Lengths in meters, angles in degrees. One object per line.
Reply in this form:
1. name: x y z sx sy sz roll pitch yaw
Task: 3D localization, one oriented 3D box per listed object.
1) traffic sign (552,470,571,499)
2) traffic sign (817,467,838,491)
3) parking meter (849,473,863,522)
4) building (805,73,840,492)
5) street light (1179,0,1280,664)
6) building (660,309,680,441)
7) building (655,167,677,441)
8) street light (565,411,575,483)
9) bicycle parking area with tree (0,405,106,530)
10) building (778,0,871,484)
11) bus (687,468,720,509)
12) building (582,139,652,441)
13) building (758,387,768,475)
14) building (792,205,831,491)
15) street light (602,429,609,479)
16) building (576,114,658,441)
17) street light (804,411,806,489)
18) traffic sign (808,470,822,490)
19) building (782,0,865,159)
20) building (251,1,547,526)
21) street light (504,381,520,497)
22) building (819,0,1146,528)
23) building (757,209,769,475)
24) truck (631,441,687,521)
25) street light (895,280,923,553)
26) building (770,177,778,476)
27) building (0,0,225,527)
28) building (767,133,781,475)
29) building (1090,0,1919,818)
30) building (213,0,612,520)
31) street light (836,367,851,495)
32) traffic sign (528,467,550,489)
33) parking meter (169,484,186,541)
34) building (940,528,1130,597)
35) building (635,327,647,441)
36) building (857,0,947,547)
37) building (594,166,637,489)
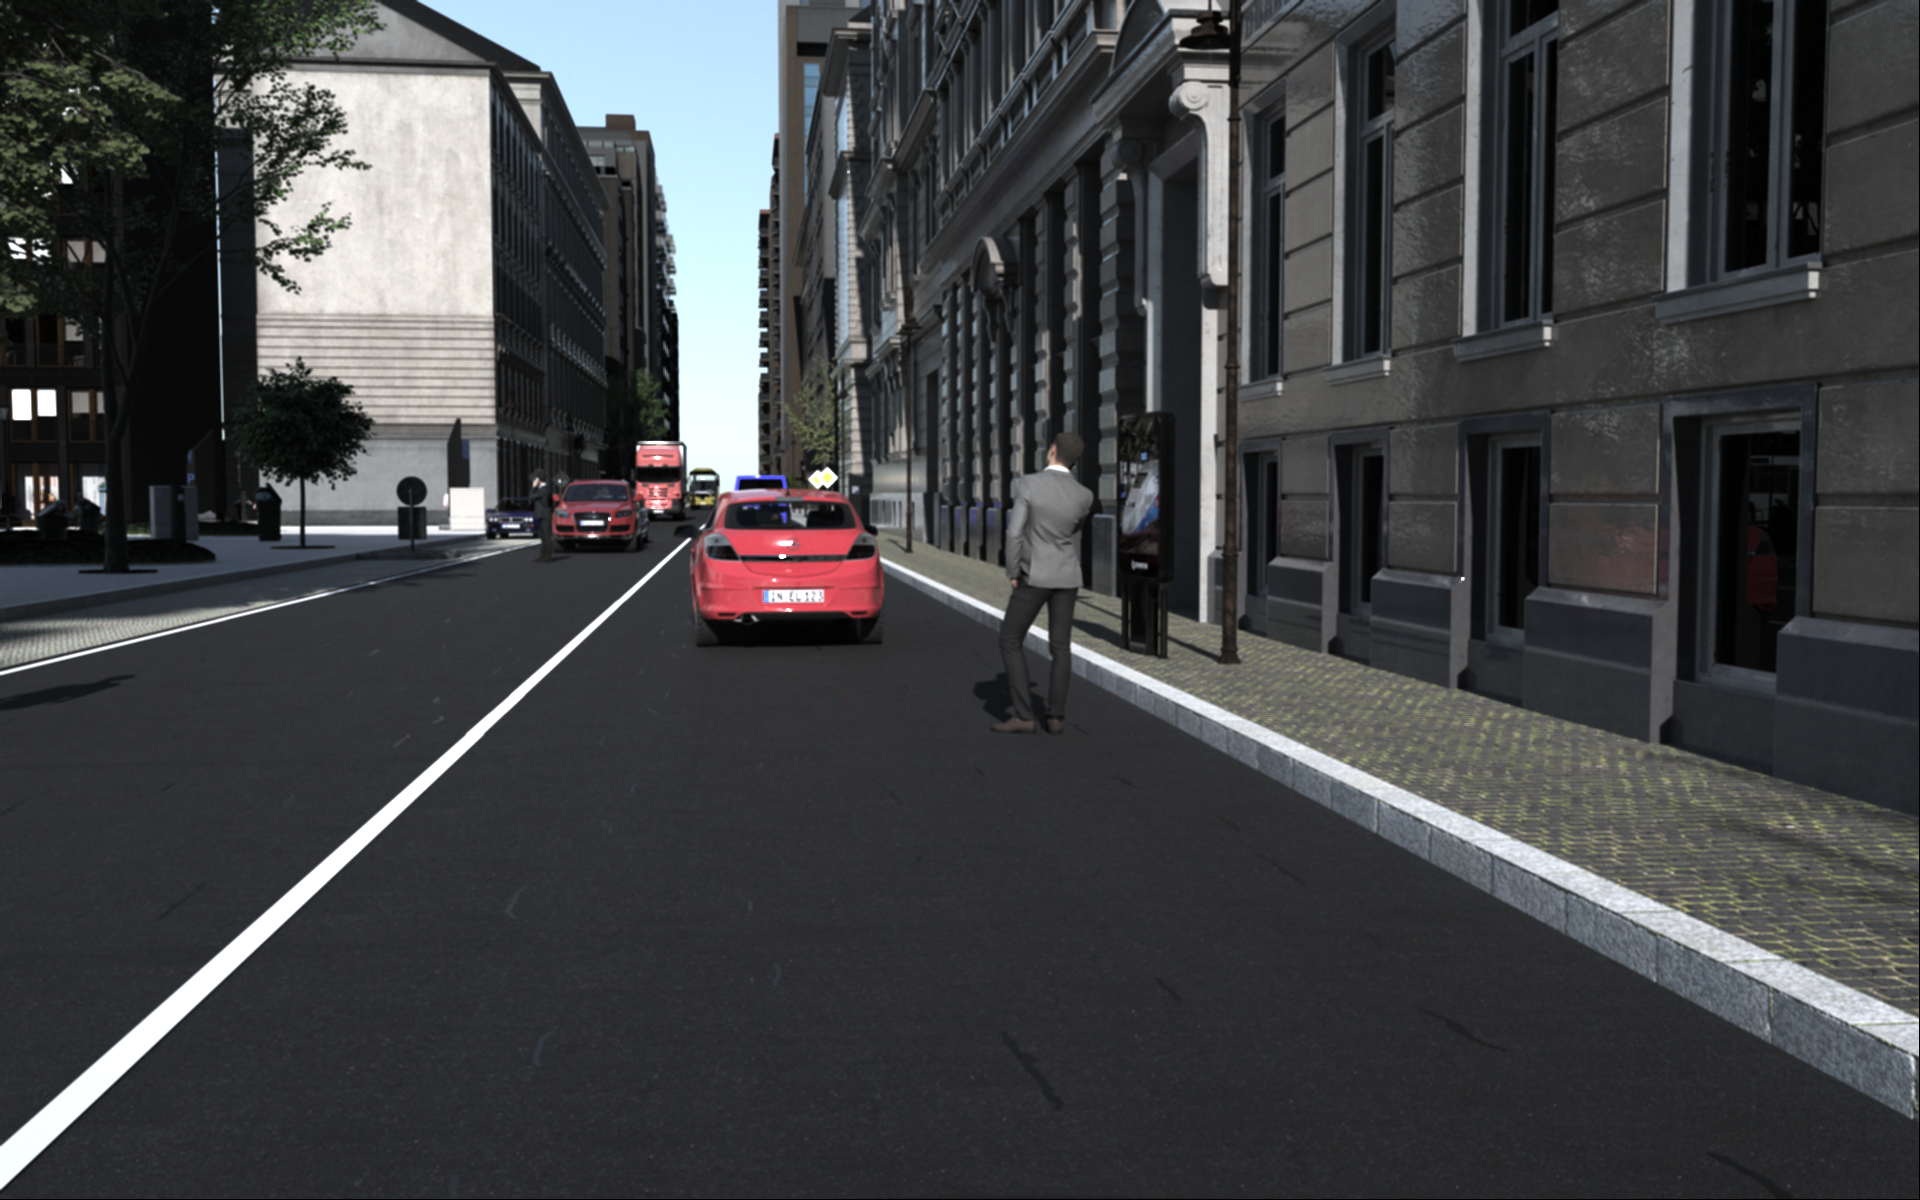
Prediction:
1. traffic sign: -16.283 -4.107 70.785 0.795 2.450 0.064 0 4 -7
2. traffic sign: -4.908 -3.701 64.162 0.795 2.450 0.064 0 4 -7
3. parking meter: -2.905 -2.610 48.377 0.399 1.863 0.255 0 4 -1
4. building: -1.842 -19.109 105.941 14.314 27.812 24.014 0 4 -7
5. street light: 2.041 -2.457 12.953 0.468 5.910 1.993 0 4 -7
6. building: -50.282 -30.169 264.956 14.160 30.474 14.107 0 4 -7
7. building: -52.184 -38.023 241.285 23.786 49.044 30.456 0 4 -7
8. street light: -21.660 -7.550 96.224 0.468 5.910 1.993 0 4 -7
9. bicycle parking area with tree: -33.460 -4.253 56.545 8.231 4.147 9.016 1 4 19
10. building: -8.152 -38.974 179.216 21.231 58.520 28.212 0 4 -7
11. bus: -24.337 -10.611 165.034 2.896 3.916 12.252 0 4 -6
12. building: -42.116 -31.214 193.936 14.154 41.232 14.086 0 4 -7
13. building: -19.992 -27.357 292.327 27.650 21.520 28.899 0 4 -7
14. building: -4.276 -18.330 132.984 16.112 22.955 30.059 0 4 -7
15. street light: -24.758 -9.068 121.047 0.468 5.910 1.993 0 4 -7
16. building: -43.759 -34.122 208.013 14.600 45.320 14.200 0 4 -7
17. street light: -8.625 -7.577 96.665 0.468 5.910 1.993 0 4 -7
18. traffic sign: -5.920 -4.186 72.083 0.795 2.450 0.064 0 4 -7
19. building: -9.003 -31.074 158.173 14.600 45.320 14.200 0 4 -7
20. building: -24.521 -13.999 78.040 9.793 20.994 18.267 0 4 -7
21. street light: -18.364 -6.014 71.121 0.468 5.910 1.993 0 4 -7
22. building: 4.013 -15.183 77.122 19.941 23.489 11.050 0 4 -7
23. building: -19.271 -37.126 261.637 22.147 44.769 28.867 0 4 -7
24. truck: -16.249 -6.450 94.373 2.839 4.237 11.283 0 4 -8
25. street light: -1.111 -3.968 37.669 0.468 5.910 1.993 0 4 -7
26. building: -19.053 -36.015 238.948 14.600 45.320 14.200 0 4 -7
27. building: -41.034 -14.834 72.217 15.834 23.373 12.332 0 4 -7
28. building: -11.467 -33.895 208.809 22.147 44.769 28.867 0 4 -7
29. building: 9.460 -13.754 10.782 13.634 28.700 20.117 0 4 -7
30. building: -31.745 -20.295 108.242 17.030 29.872 44.131 0 4 -7
31. street light: -4.253 -5.523 63.083 0.468 5.910 1.993 0 4 -7
32. traffic sign: -15.271 -3.622 62.864 0.795 2.450 0.064 0 4 -7
33. parking meter: -20.409 -2.250 45.193 0.372 1.533 0.369 0 3 0
34. building: 5.466 -12.337 30.588 11.050 23.489 19.941 0 4 -7
35. building: -45.919 -20.014 172.273 27.650 21.520 28.899 0 4 -7
36. building: 4.254 -16.220 52.595 14.401 28.519 23.554 0 4 -7
37. building: -35.858 -23.231 151.527 14.160 30.474 14.107 0 4 -7
